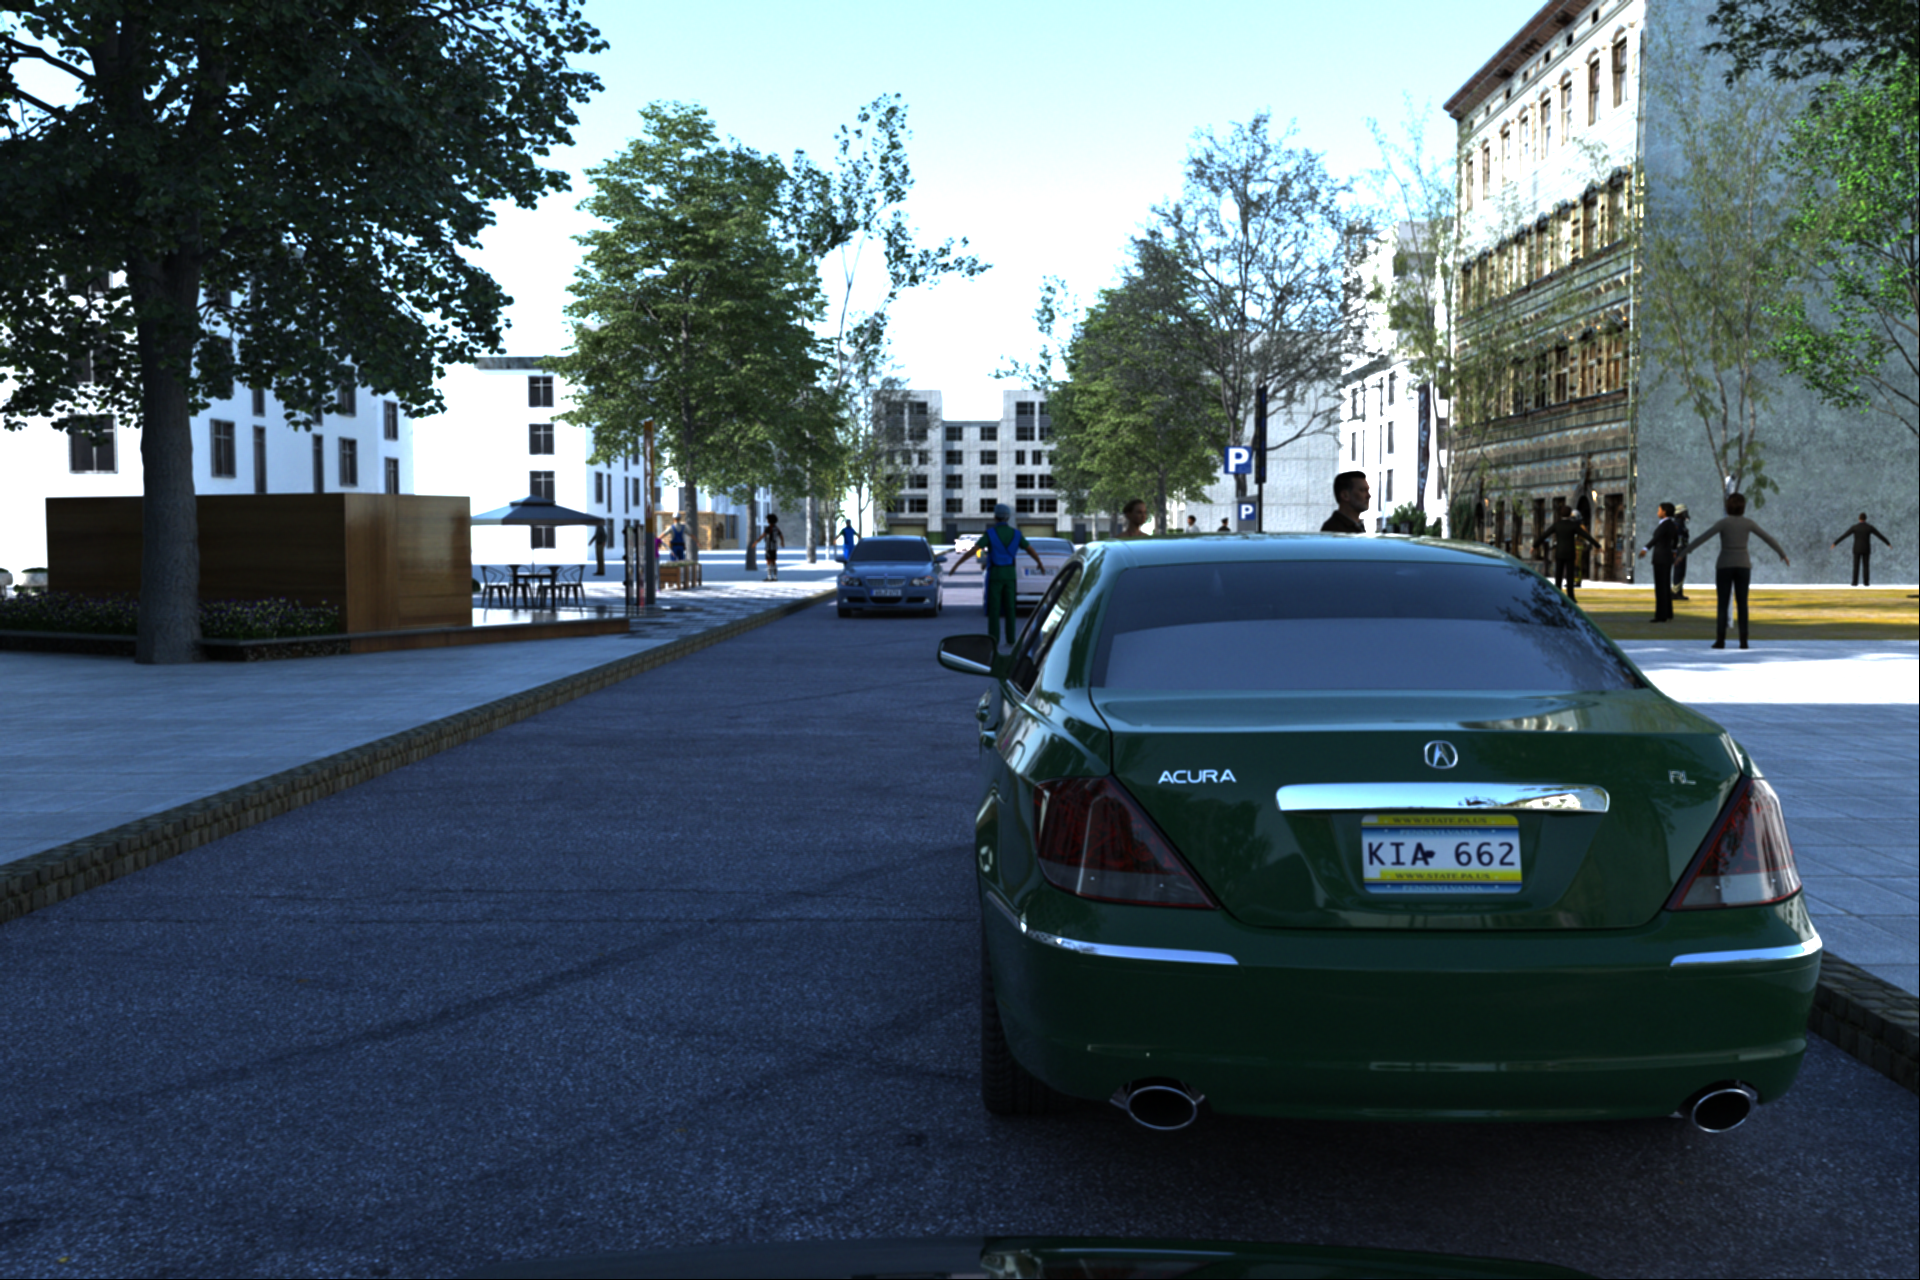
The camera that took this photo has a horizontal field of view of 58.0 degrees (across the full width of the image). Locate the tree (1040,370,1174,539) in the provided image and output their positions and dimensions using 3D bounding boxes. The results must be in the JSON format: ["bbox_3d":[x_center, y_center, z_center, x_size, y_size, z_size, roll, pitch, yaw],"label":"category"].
[{"bbox_3d":[9.753,-12.354,108.637,9.857,13.997,8.962,0,3,0],"label":"tree"}]

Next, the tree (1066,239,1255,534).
[{"bbox_3d":[7.700,-9.107,67.019,7.486,12.596,7.792,0,3,0],"label":"tree"}]

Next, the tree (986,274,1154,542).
[{"bbox_3d":[8.776,-16.607,127.413,12.611,20.169,13.585,0,3,0],"label":"tree"}]

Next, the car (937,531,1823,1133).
[{"bbox_3d":[0.973,0.373,5.696,2.131,1.459,4.920,0,4,1],"label":"car"}]

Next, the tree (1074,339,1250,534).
[{"bbox_3d":[9.001,-8.774,77.865,8.767,10.594,7.601,1,4,15],"label":"tree"}]

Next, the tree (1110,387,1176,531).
[{"bbox_3d":[8.901,-8.281,85.763,4.360,8.622,3.978,0,3,0],"label":"tree"}]

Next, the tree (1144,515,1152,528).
[{"bbox_3d":[25.082,-17.921,211.132,7.486,12.596,7.792,0,3,0],"label":"tree"}]

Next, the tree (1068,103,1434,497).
[{"bbox_3d":[8.267,-8.569,50.466,12.009,13.543,11.850,0,3,0],"label":"tree"}]

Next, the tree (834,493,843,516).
[{"bbox_3d":[-17.819,-17.031,212.871,7.601,10.594,8.767,-1,4,-9],"label":"tree"}]

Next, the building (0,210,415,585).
[{"bbox_3d":[-23.622,-7.047,57.374,9.099,9.664,28.070,0,4,2],"label":"building"}]

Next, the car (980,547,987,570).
[{"bbox_3d":[1.689,-3.674,69.853,2.009,1.686,4.222,0,4,0],"label":"car"}]

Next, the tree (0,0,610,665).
[{"bbox_3d":[-8.027,-6.745,16.940,9.857,13.997,8.962,0,3,0],"label":"tree"}]

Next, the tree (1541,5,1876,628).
[{"bbox_3d":[10.770,-4.477,23.554,4.360,8.622,3.978,0,3,0],"label":"tree"}]

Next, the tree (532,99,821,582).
[{"bbox_3d":[-7.503,-7.838,46.284,7.486,12.596,7.792,0,3,0],"label":"tree"}]

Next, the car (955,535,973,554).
[{"bbox_3d":[0.673,-7.040,127.472,2.083,1.381,4.827,0,4,1],"label":"car"}]

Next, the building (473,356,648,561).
[{"bbox_3d":[-21.803,-9.406,95.934,9.099,9.664,28.070,0,4,1],"label":"building"}]

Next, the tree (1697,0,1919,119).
[{"bbox_3d":[8.015,-4.634,10.171,7.601,10.594,8.767,-1,4,-9],"label":"tree"}]

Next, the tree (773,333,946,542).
[{"bbox_3d":[-5.881,-11.809,103.445,12.009,13.543,11.850,0,3,0],"label":"tree"}]

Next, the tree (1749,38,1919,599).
[{"bbox_3d":[19.753,-6.648,34.455,9.928,11.665,9.643,0,3,0],"label":"tree"}]

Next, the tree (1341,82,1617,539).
[{"bbox_3d":[8.085,-4.819,29.155,4.360,8.622,3.978,0,3,0],"label":"tree"}]

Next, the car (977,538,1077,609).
[{"bbox_3d":[1.360,-1.181,31.679,2.083,1.381,4.827,0,3,0],"label":"car"}]

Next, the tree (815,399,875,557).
[{"bbox_3d":[-6.924,-8.829,94.708,4.360,8.622,3.978,0,3,0],"label":"tree"}]

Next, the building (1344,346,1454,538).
[{"bbox_3d":[24.300,-8.270,77.357,9.099,9.664,28.070,0,4,2],"label":"building"}]

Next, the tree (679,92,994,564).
[{"bbox_3d":[-5.174,-13.332,73.863,12.611,20.169,13.585,0,3,0],"label":"tree"}]

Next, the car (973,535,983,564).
[{"bbox_3d":[1.665,-4.608,85.564,2.015,1.641,3.980,0,3,0],"label":"car"}]

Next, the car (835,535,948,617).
[{"bbox_3d":[-1.217,-1.182,31.326,2.014,1.417,4.499,0,4,1],"label":"car"}]

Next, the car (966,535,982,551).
[{"bbox_3d":[1.438,-6.421,117.347,2.083,1.381,4.827,0,4,1],"label":"car"}]

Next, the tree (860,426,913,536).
[{"bbox_3d":[-5.521,-10.313,118.983,4.737,8.622,4.395,0,3,0],"label":"tree"}]

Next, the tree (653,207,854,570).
[{"bbox_3d":[-7.794,-8.738,60.990,7.486,12.596,7.792,0,3,0],"label":"tree"}]

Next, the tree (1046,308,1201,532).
[{"bbox_3d":[9.218,-11.518,94.982,9.857,13.997,8.962,0,3,0],"label":"tree"}]

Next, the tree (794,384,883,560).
[{"bbox_3d":[-6.234,-8.200,84.428,4.737,8.622,4.395,0,3,0],"label":"tree"}]
